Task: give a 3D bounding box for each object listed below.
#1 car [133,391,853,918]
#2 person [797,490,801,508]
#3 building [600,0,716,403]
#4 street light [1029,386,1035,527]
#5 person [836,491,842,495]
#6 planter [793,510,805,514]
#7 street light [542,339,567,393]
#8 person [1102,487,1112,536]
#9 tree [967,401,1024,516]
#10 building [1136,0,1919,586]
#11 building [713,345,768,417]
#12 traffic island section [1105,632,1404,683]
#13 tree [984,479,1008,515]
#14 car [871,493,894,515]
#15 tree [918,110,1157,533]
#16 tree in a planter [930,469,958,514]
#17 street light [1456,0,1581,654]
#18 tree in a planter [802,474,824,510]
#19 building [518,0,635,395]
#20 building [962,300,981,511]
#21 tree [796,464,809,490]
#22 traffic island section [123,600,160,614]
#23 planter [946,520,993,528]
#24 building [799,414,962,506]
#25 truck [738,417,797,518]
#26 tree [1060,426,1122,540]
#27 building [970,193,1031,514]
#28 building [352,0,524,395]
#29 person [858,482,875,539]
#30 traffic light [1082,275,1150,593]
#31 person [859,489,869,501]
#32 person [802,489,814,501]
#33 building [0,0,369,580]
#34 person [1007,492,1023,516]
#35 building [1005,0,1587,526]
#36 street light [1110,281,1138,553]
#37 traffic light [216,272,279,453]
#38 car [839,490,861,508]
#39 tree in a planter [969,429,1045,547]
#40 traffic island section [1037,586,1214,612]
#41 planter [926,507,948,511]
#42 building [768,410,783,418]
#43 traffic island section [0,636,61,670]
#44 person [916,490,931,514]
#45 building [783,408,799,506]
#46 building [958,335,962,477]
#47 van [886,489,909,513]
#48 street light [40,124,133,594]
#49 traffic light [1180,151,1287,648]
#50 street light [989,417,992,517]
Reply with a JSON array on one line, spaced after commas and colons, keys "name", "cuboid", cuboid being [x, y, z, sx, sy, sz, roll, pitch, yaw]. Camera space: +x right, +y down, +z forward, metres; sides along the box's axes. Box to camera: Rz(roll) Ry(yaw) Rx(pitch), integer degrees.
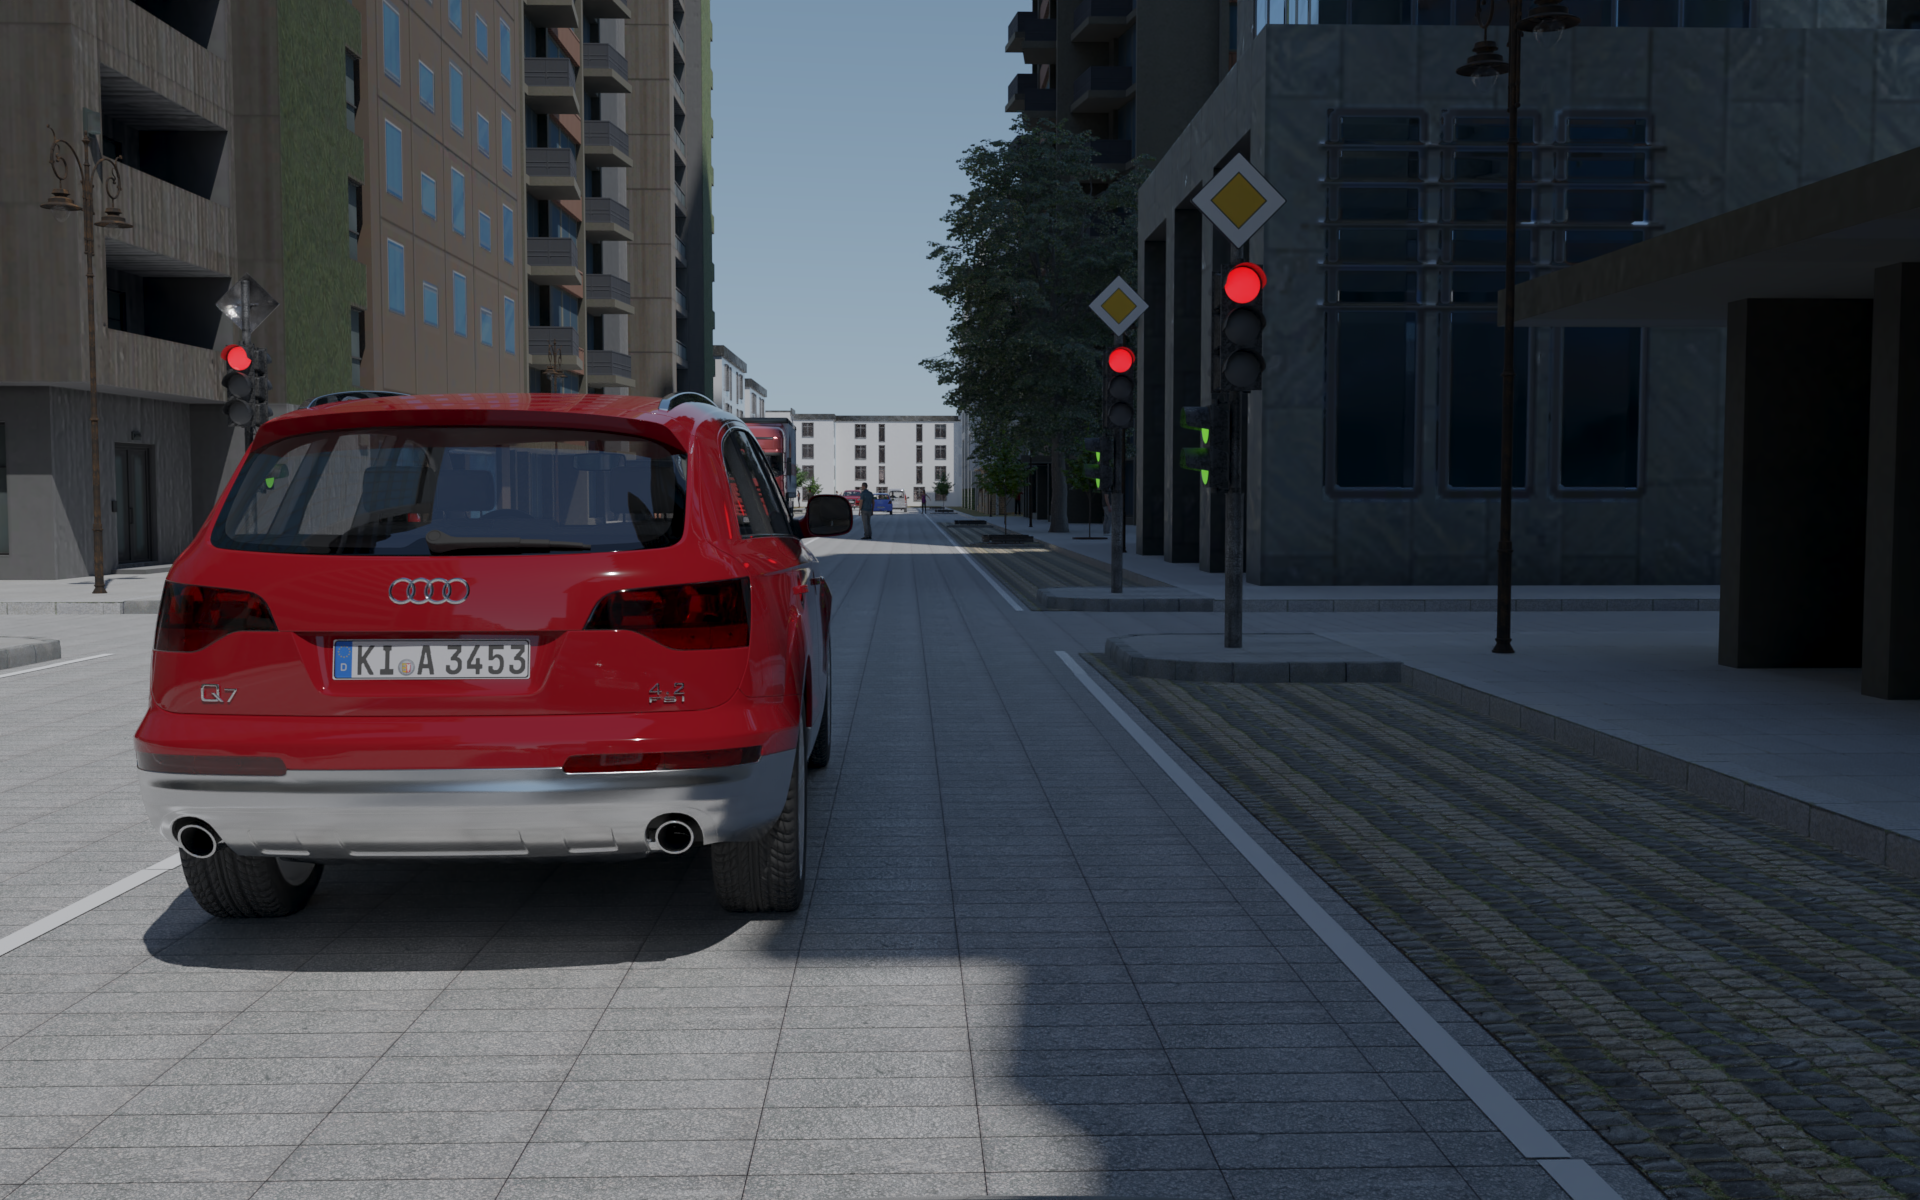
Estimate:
[{"name": "car", "cuboid": [-1.610, 0.076, 7.429, 2.281, 1.827, 5.304, 0, 4, -3]}, {"name": "person", "cuboid": [-15.203, -9.502, 162.877, 0.415, 1.643, 0.593, -1, 4, -16]}, {"name": "building", "cuboid": [-19.891, -24.546, 84.926, 14.154, 41.232, 14.086, 0, 4, -2]}, {"name": "street light", "cuboid": [2.741, -5.756, 66.906, 0.468, 5.910, 1.993, 0, 4, -2]}, {"name": "person", "cuboid": [-10.077, -8.244, 144.093, 0.742, 1.727, 0.445, 2, 4, 24]}, {"name": "planter", "cuboid": [-11.983, -6.314, 124.368, 1.991, 0.319, 1.994, 0, 4, -2]}, {"name": "street light", "cuboid": [-12.043, -4.824, 51.653, 0.468, 5.910, 1.993, 0, 4, -2]}, {"name": "person", "cuboid": [4.585, -2.881, 53.282, 0.434, 1.807, 0.598, 1, 4, 11]}, {"name": "tree", "cuboid": [2.221, -9.299, 102.398, 4.737, 8.622, 4.395, 0, 3, 0]}, {"name": "building", "cuboid": [19.325, -44.065, 33.137, 31.000, 86.520, 22.319, 0, 4, -2]}, {"name": "building", "cuboid": [-18.251, -10.356, 111.464, 9.099, 9.664, 28.070, 0, 4, -2]}, {"name": "traffic island section", "cuboid": [2.310, 0.475, 14.508, 2.009, 0.180, 2.903, 0, 4, -2]}, {"name": "tree", "cuboid": [2.535, -6.879, 107.071, 1.663, 3.219, 1.824, 0, 3, 0]}, {"name": "car", "cuboid": [-5.524, -6.782, 120.482, 1.945, 1.707, 3.694, 0, 4, -3]}, {"name": "tree", "cuboid": [3.275, -9.220, 57.408, 9.857, 13.997, 8.962, 0, 3, 0]}, {"name": "tree in a planter", "cuboid": [-1.171, -7.770, 124.256, 1.991, 3.239, 1.994, 0, 4, -2]}, {"name": "street light", "cuboid": [4.394, -2.510, 13.830, 0.468, 5.910, 1.993, 0, 4, -2]}, {"name": "tree in a planter", "cuboid": [-12.826, -9.423, 151.296, 1.991, 3.239, 1.994, 0, 4, -2]}, {"name": "building", "cuboid": [-24.303, -24.991, 63.232, 22.147, 44.769, 28.867, 0, 4, -2]}, {"name": "building", "cuboid": [9.035, -17.144, 146.759, 16.747, 18.905, 31.486, 0, 4, -2]}, {"name": "tree", "cuboid": [-15.645, -10.733, 159.197, 4.285, 4.588, 4.351, 0, 3, 0]}, {"name": "traffic island section", "cuboid": [-9.058, 0.008, 22.143, 2.009, 0.180, 2.903, 0, 4, -2]}, {"name": "planter", "cuboid": [0.410, -3.262, 74.477, 1.991, 0.319, 1.994, 0, 4, -2]}, {"name": "building", "cuboid": [-13.318, -14.878, 185.407, 28.070, 9.664, 9.099, 0, 4, -2]}, {"name": "truck", "cuboid": [-7.624, -4.692, 65.631, 2.839, 4.237, 11.283, 0, 4, -3]}, {"name": "tree", "cuboid": [3.656, -3.344, 49.268, 1.663, 3.219, 1.824, 0, 3, 0]}, {"name": "building", "cuboid": [9.032, -15.751, 113.954, 16.016, 20.091, 11.380, 0, 4, -2]}, {"name": "building", "cuboid": [-19.261, -23.944, 41.597, 14.600, 45.320, 14.200, 0, 4, -2]}, {"name": "person", "cuboid": [-2.982, -2.830, 54.893, 0.598, 1.807, 0.434, -2, 4, -34]}, {"name": "traffic light", "cuboid": [2.017, -2.046, 22.374, 0.839, 4.253, 0.868, 0, 4, -2]}, {"name": "person", "cuboid": [-6.155, -6.406, 113.761, 1.217, 1.766, 0.721, 3, 4, 38]}, {"name": "person", "cuboid": [-11.567, -7.635, 133.356, 1.348, 1.821, 0.705, -3, 4, -39]}, {"name": "building", "cuboid": [-18.891, -15.654, 27.641, 14.160, 30.474, 14.107, 0, 4, -2]}, {"name": "person", "cuboid": [3.448, -5.953, 103.338, 1.348, 1.831, 0.705, 0, 4, 0]}, {"name": "building", "cuboid": [13.533, -26.198, 82.966, 22.147, 44.769, 28.867, 0, 4, -2]}, {"name": "street light", "cuboid": [3.569, -3.971, 37.708, 0.468, 5.910, 1.993, 0, 4, -2]}, {"name": "traffic light", "cuboid": [-9.018, -2.024, 22.010, 0.839, 4.253, 0.868, 0, 4, -2]}, {"name": "car", "cuboid": [-9.511, -8.843, 153.262, 2.281, 1.827, 5.304, 0, 4, 0]}, {"name": "tree in a planter", "cuboid": [1.261, -3.072, 47.457, 1.991, 3.239, 1.994, 0, 4, -2]}, {"name": "traffic island section", "cuboid": [2.058, -0.013, 22.489, 2.009, 0.180, 2.903, 0, 4, -2]}, {"name": "planter", "cuboid": [-2.048, -7.994, 151.841, 1.991, 0.319, 1.994, 0, 4, -2]}, {"name": "building", "cuboid": [-20.072, -12.067, 139.438, 9.099, 9.664, 28.070, 0, 4, -2]}, {"name": "traffic island section", "cuboid": [-8.806, 0.497, 14.162, 2.009, 0.180, 2.903, 0, 4, -2]}, {"name": "person", "cuboid": [-2.652, -7.144, 125.984, 1.217, 1.739, 0.721, 1, 4, 23]}, {"name": "building", "cuboid": [-30.383, -13.873, 168.965, 28.070, 9.664, 9.099, 0, 4, -2]}, {"name": "building", "cuboid": [7.918, -19.086, 168.468, 16.016, 20.091, 11.380, 0, 4, -2]}, {"name": "van", "cuboid": [-4.966, -7.868, 135.650, 2.013, 2.044, 4.112, 0, 4, -2]}, {"name": "street light", "cuboid": [-11.110, -3.021, 22.188, 0.468, 5.910, 1.993, 0, 4, -2]}, {"name": "traffic light", "cuboid": [2.270, -1.558, 14.393, 0.839, 4.253, 0.868, 0, 4, -2]}, {"name": "street light", "cuboid": [1.722, -7.577, 96.670, 0.468, 5.910, 1.993, 0, 4, -2]}]
